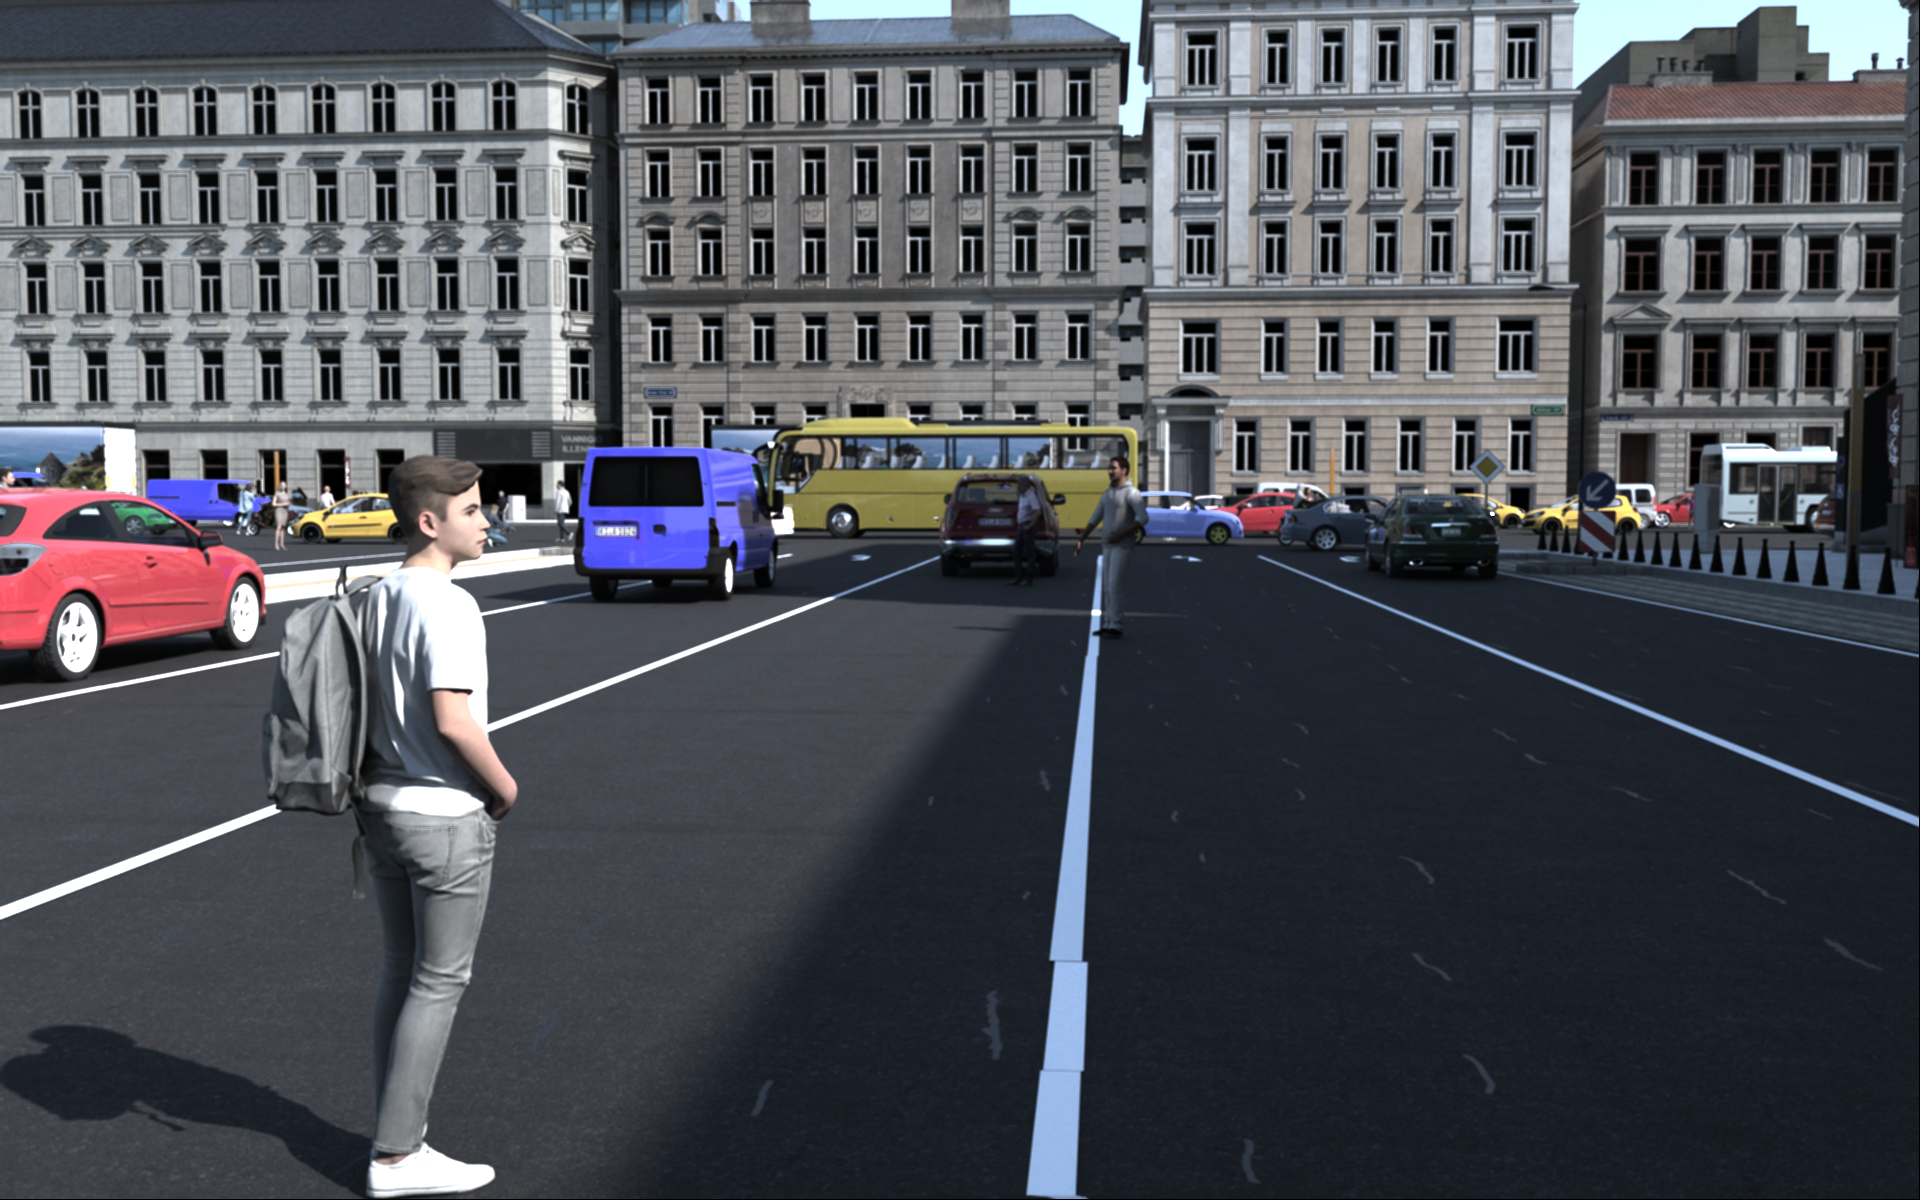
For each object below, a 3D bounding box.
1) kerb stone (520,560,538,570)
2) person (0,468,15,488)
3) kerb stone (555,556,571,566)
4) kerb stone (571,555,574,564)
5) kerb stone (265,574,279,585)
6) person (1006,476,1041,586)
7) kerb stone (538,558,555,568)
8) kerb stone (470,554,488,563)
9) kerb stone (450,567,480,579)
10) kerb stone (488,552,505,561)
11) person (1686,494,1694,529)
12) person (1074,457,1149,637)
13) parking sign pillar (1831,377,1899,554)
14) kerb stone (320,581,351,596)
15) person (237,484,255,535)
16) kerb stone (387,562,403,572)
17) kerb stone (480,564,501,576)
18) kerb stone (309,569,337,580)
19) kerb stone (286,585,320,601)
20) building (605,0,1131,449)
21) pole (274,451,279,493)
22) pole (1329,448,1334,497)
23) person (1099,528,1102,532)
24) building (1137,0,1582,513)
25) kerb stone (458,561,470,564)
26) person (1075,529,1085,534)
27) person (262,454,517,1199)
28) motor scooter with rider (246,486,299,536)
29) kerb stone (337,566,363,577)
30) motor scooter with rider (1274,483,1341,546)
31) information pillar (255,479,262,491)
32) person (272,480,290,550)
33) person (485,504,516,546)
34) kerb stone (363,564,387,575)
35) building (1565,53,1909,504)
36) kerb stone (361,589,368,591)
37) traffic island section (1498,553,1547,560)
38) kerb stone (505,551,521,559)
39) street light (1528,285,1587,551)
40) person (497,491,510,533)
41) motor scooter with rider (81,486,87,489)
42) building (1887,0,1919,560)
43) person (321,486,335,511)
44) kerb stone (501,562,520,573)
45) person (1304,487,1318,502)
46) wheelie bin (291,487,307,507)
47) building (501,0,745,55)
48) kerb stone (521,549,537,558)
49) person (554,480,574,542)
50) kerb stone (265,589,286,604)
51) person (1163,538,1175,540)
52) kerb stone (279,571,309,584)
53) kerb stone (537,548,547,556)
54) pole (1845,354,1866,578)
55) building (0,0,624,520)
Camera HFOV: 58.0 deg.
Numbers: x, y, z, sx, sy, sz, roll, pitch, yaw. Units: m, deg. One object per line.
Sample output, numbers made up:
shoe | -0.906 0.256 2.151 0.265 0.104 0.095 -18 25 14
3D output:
kerb stone | -8.294 -0.655 32.919 0.120 0.150 1.000 0 4 5
person | -14.302 -1.052 25.711 0.620 1.820 0.660 -2 4 -34
kerb stone | -8.124 -0.779 34.974 0.120 0.150 1.000 0 4 5
kerb stone | -8.032 -0.845 36.007 0.120 0.150 1.000 0 4 5
kerb stone | -10.910 -0.287 26.883 0.120 0.150 1.000 0 4 5
person | 0.989 -1.075 27.017 0.436 1.711 0.756 -1 4 -11
kerb stone | -8.203 -0.716 33.949 0.120 0.150 1.000 0 4 5
kerb stone | -10.132 -0.847 36.128 0.120 0.150 1.000 0 4 5
kerb stone | -8.547 -0.468 29.842 0.120 0.150 1.000 0 4 5
kerb stone | -10.046 -0.910 37.153 0.120 0.150 1.000 0 4 5
person | 30.145 -3.633 71.138 0.726 1.435 0.776 1 4 12
person | 1.496 -0.532 17.338 0.789 1.805 0.875 -3 4 -36
parking sign pillar | 19.959 -3.027 37.957 1.447 3.967 1.447 0 4 1
kerb stone | -8.979 -0.149 24.705 0.120 0.150 1.000 0 4 5
person | -25.088 -3.182 60.782 0.793 1.790 0.793 -1 4 -13
kerb stone | -10.474 -0.601 32.018 0.120 0.150 1.000 0 4 5
kerb stone | -8.459 -0.527 30.867 0.120 0.150 1.000 0 4 5
kerb stone | -10.738 -0.412 28.937 0.120 0.150 1.000 0 4 5
kerb stone | -9.067 -0.091 23.680 0.120 0.150 1.000 0 4 5
building | -4.011 -17.825 88.707 25.104 27.353 12.463 0 4 5
pole | -32.557 -5.427 82.571 0.158 3.312 0.155 0 3 0
pole | 16.510 -5.081 76.921 0.158 3.312 0.155 0 3 0
person | 5.414 -3.303 66.410 0.340 1.345 0.435 -1 4 -14
building | 19.015 -18.380 86.420 20.117 28.700 13.634 0 4 5
kerb stone | -10.215 -0.789 35.096 0.120 0.150 1.000 0 4 5
person | 4.348 -3.091 61.512 0.523 1.526 0.387 0 4 -7
person | -1.135 0.459 3.591 0.503 1.515 0.523 1 4 13
motor scooter with rider | -23.679 -3.113 59.854 1.986 1.779 0.876 0 4 3
kerb stone | -10.646 -0.475 29.961 0.120 0.150 1.000 0 4 5
motor scooter with rider | 9.737 -2.395 48.124 1.986 1.779 0.876 0 4 4
information pillar | -34.131 -4.884 84.338 0.304 2.012 0.304 -1 4 -19
person | -17.322 -2.165 44.246 0.374 1.781 0.599 1 4 21
person | -12.846 -2.071 47.852 0.738 1.151 1.012 -3 5 -42
kerb stone | -10.568 -0.532 30.988 0.120 0.150 1.000 0 4 5
building | 39.951 -15.182 84.378 21.152 22.565 11.583 0 4 5
kerb stone | -8.885 -0.216 25.728 0.120 0.150 1.000 0 4 5
traffic island section | 11.813 -1.016 38.894 2.009 0.180 2.903 0 4 5
kerb stone | -9.959 -0.977 38.177 0.120 0.150 1.000 0 4 5
street light | 13.337 -4.043 38.640 1.470 5.913 1.316 0 4 5
person | -16.746 -3.240 63.682 0.471 1.553 0.569 -2 4 -33
motor scooter with rider | -33.098 -3.430 65.050 1.986 1.779 0.876 0 4 5
building | 22.902 -13.675 20.853 12.463 27.353 25.104 0 4 5
person | -24.279 -3.515 66.648 0.731 1.740 0.598 0 4 -4
kerb stone | -8.381 -0.593 31.892 0.120 0.150 1.000 0 4 5
person | 10.783 -2.659 53.438 0.517 1.644 0.566 1 4 13
wheelie bin | -31.012 -4.488 81.290 0.693 1.594 0.980 -2 4 -28
building | -31.011 -32.813 156.103 23.786 49.044 30.456 0 4 5
kerb stone | -9.864 -1.041 39.208 0.120 0.150 1.000 0 4 5
person | -11.853 -2.665 51.912 0.795 1.843 0.661 2 4 24
kerb stone | -9.151 -0.028 22.653 0.120 0.150 1.000 0 4 5
person | 6.477 -2.115 53.561 0.381 0.543 0.357 2 4 35
kerb stone | -10.824 -0.349 27.912 0.120 0.150 1.000 0 4 5
kerb stone | -9.794 -1.103 40.234 0.120 0.150 1.000 0 4 5
pole | 13.079 -1.924 25.297 0.158 3.312 0.155 0 3 0
building | -38.355 -19.384 93.341 44.131 29.872 17.030 0 4 5
